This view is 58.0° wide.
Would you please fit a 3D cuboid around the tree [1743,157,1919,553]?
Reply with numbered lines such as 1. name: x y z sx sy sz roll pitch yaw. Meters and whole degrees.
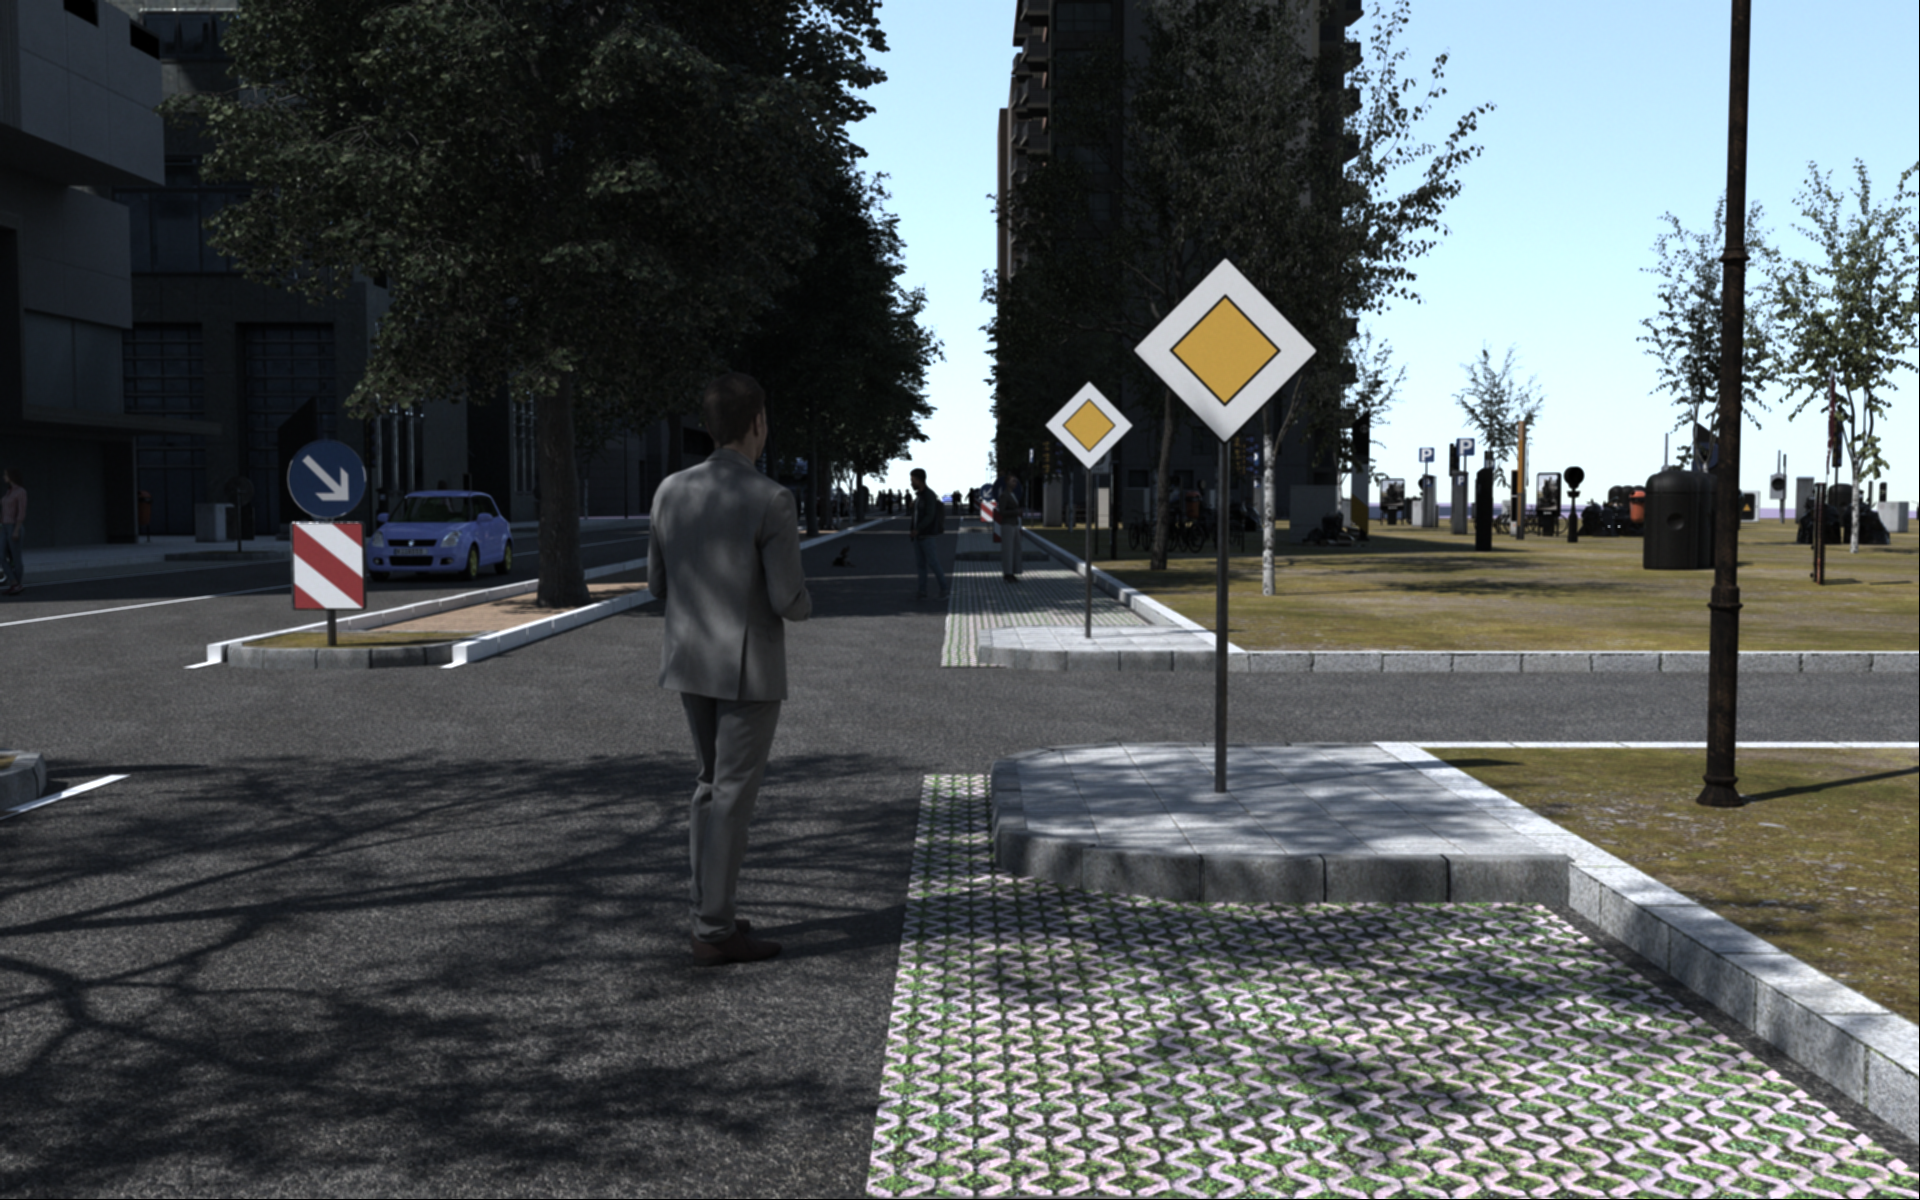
1. tree: 19.145 -5.313 37.227 4.737 8.622 4.395 0 3 0

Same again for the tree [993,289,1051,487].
1. tree: 3.479 -6.583 58.002 4.360 8.622 3.978 0 3 0

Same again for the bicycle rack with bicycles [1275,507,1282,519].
1. bicycle rack with bicycles: 5.913 -1.823 43.193 2.925 0.926 2.852 -3 5 -41

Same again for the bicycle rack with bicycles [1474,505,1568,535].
1. bicycle rack with bicycles: 18.002 -2.577 55.512 2.925 0.926 2.852 1 4 16

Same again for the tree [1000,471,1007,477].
1. tree: 3.629 -9.087 143.181 1.663 3.219 1.824 0 3 0

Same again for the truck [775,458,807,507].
1. truck: -12.357 -8.885 135.034 2.967 4.110 18.799 0 4 -2

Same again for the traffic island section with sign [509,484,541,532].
1. traffic island section with sign: -15.849 -3.469 65.338 1.989 1.847 2.006 0 4 0

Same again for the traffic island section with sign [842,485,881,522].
1. traffic island section with sign: -5.107 -5.024 90.272 2.006 1.907 1.989 0 4 0

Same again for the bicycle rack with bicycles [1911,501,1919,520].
1. bicycle rack with bicycles: 47.606 -4.332 84.205 2.852 0.926 2.925 3 4 39

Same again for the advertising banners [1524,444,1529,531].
1. advertising banners: 19.520 -3.898 59.920 0.090 3.025 2.074 2 4 26

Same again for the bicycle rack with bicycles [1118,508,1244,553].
1. bicycle rack with bicycles: 5.155 -1.555 38.807 2.852 0.926 2.925 0 4 -5

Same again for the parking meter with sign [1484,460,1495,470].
1. parking meter with sign: 26.620 -5.631 88.334 0.543 3.016 1.738 -1 4 -9

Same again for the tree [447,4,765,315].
1. tree: -5.364 -5.772 31.236 8.767 10.594 7.601 0 4 0

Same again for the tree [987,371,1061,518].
1. tree: 3.751 -8.640 91.619 4.737 8.622 4.395 0 3 0

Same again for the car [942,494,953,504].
1. car: -1.556 -13.751 234.422 1.945 1.707 3.694 0 4 1

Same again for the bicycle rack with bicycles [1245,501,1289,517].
1. bicycle rack with bicycles: 15.507 -4.652 89.447 2.925 0.926 2.852 -1 4 -20

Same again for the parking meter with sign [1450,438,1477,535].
1. parking meter with sign: 15.842 -3.582 54.821 0.543 3.016 1.738 0 4 7

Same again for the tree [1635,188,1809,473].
1. tree: 18.553 -5.642 42.614 4.360 8.622 3.978 0 3 0

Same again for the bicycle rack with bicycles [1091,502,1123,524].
1. bicycle rack with bicycles: 7.198 -3.430 69.462 2.925 0.926 2.852 -2 4 -32

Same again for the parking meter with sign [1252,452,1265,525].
1. parking meter with sign: 12.617 -4.683 72.823 0.543 3.016 1.738 2 4 30

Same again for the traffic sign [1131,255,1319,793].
1. traffic sign: 1.120 -0.229 7.395 0.795 2.450 0.064 0 4 0

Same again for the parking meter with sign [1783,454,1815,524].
1. parking meter with sign: 36.534 -4.806 74.839 1.738 3.016 0.543 2 4 29

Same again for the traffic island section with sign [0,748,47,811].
1. traffic island section with sign: -5.315 0.025 7.727 2.006 1.907 1.989 0 4 0

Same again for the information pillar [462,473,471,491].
1. information pillar: -17.423 -3.469 61.209 0.304 2.012 0.304 -1 4 -13

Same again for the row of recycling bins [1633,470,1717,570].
1. row of recycling bins: 12.837 -1.435 30.572 1.069 1.692 3.534 2 4 32

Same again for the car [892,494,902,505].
1. car: -8.338 -12.846 221.824 2.131 1.459 4.920 0 4 -1

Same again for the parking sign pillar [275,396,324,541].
1. parking sign pillar: -18.283 -3.648 48.109 1.447 3.967 1.447 1 4 23

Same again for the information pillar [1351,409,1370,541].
1. information pillar: 11.006 -3.438 47.560 0.504 3.616 0.183 0 4 5

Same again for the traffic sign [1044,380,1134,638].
1. traffic sign: 1.140 -0.718 15.380 0.795 2.450 0.064 0 4 0

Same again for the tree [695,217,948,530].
1. tree: -5.282 -9.076 67.851 9.611 12.733 9.660 0 3 0

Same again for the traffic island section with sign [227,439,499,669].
1. traffic island section with sign: -5.287 -0.428 15.134 2.006 1.907 1.989 0 4 0

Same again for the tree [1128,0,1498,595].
1. tree: 4.115 -4.356 21.579 4.360 8.622 3.978 0 3 0

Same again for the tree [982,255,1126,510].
1. tree: 4.398 -10.051 82.459 7.486 12.596 7.792 0 3 0

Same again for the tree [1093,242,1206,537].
1. tree: 6.079 -6.200 51.732 4.737 8.622 4.395 0 3 0

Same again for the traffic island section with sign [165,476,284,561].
1. traffic island section with sign: -15.922 -1.782 37.766 1.989 1.847 2.006 0 4 0

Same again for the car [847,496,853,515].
1. car: -8.111 -6.362 116.017 2.014 1.417 4.499 0 4 0

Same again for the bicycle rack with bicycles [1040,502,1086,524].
1. bicycle rack with bicycles: 5.129 -4.020 79.108 2.852 0.926 2.925 2 4 29

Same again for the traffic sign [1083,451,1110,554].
1. traffic sign: 2.898 -2.116 36.723 0.606 2.300 0.079 0 4 5

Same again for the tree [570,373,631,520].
1. tree: -18.631 -8.326 86.488 4.737 8.622 4.395 0 3 0

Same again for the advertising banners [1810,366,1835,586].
1. advertising banners: 12.255 -1.737 24.595 0.090 3.025 2.074 1 4 22

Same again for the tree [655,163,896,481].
1. tree: -5.298 -7.310 47.739 9.928 11.665 9.643 0 3 0

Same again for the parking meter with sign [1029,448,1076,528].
1. parking meter with sign: 3.572 -4.292 66.434 1.738 3.016 0.543 -1 4 -14

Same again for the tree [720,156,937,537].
1. tree: -4.815 -8.338 56.918 7.486 12.596 7.792 0 3 0

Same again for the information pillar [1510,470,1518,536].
1. information pillar: 16.875 -2.932 52.423 0.304 2.012 0.304 -3 5 -41

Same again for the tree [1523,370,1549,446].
1. tree: 25.682 -8.095 82.717 4.360 8.622 3.978 0 3 0

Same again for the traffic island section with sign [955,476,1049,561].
1. traffic island section with sign: 0.899 -1.771 37.584 1.989 1.847 2.006 0 4 0

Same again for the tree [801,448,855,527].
1. tree: -5.100 -7.782 80.063 4.737 8.622 4.395 0 3 0

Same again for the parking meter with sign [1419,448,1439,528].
1. parking meter with sign: 17.836 -4.247 65.700 0.543 3.016 1.738 2 4 25

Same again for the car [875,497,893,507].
1. car: -8.522 -11.222 193.707 2.015 1.641 3.980 0 4 0

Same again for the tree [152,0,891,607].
1. tree: -5.068 -6.883 21.656 9.857 13.997 8.962 0 3 0

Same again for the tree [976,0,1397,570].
1. tree: 3.688 -5.777 28.870 7.601 10.594 8.767 1 4 9

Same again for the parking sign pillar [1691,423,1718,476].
1. parking sign pillar: 28.203 -4.687 65.109 1.447 3.967 1.447 -3 4 -36
